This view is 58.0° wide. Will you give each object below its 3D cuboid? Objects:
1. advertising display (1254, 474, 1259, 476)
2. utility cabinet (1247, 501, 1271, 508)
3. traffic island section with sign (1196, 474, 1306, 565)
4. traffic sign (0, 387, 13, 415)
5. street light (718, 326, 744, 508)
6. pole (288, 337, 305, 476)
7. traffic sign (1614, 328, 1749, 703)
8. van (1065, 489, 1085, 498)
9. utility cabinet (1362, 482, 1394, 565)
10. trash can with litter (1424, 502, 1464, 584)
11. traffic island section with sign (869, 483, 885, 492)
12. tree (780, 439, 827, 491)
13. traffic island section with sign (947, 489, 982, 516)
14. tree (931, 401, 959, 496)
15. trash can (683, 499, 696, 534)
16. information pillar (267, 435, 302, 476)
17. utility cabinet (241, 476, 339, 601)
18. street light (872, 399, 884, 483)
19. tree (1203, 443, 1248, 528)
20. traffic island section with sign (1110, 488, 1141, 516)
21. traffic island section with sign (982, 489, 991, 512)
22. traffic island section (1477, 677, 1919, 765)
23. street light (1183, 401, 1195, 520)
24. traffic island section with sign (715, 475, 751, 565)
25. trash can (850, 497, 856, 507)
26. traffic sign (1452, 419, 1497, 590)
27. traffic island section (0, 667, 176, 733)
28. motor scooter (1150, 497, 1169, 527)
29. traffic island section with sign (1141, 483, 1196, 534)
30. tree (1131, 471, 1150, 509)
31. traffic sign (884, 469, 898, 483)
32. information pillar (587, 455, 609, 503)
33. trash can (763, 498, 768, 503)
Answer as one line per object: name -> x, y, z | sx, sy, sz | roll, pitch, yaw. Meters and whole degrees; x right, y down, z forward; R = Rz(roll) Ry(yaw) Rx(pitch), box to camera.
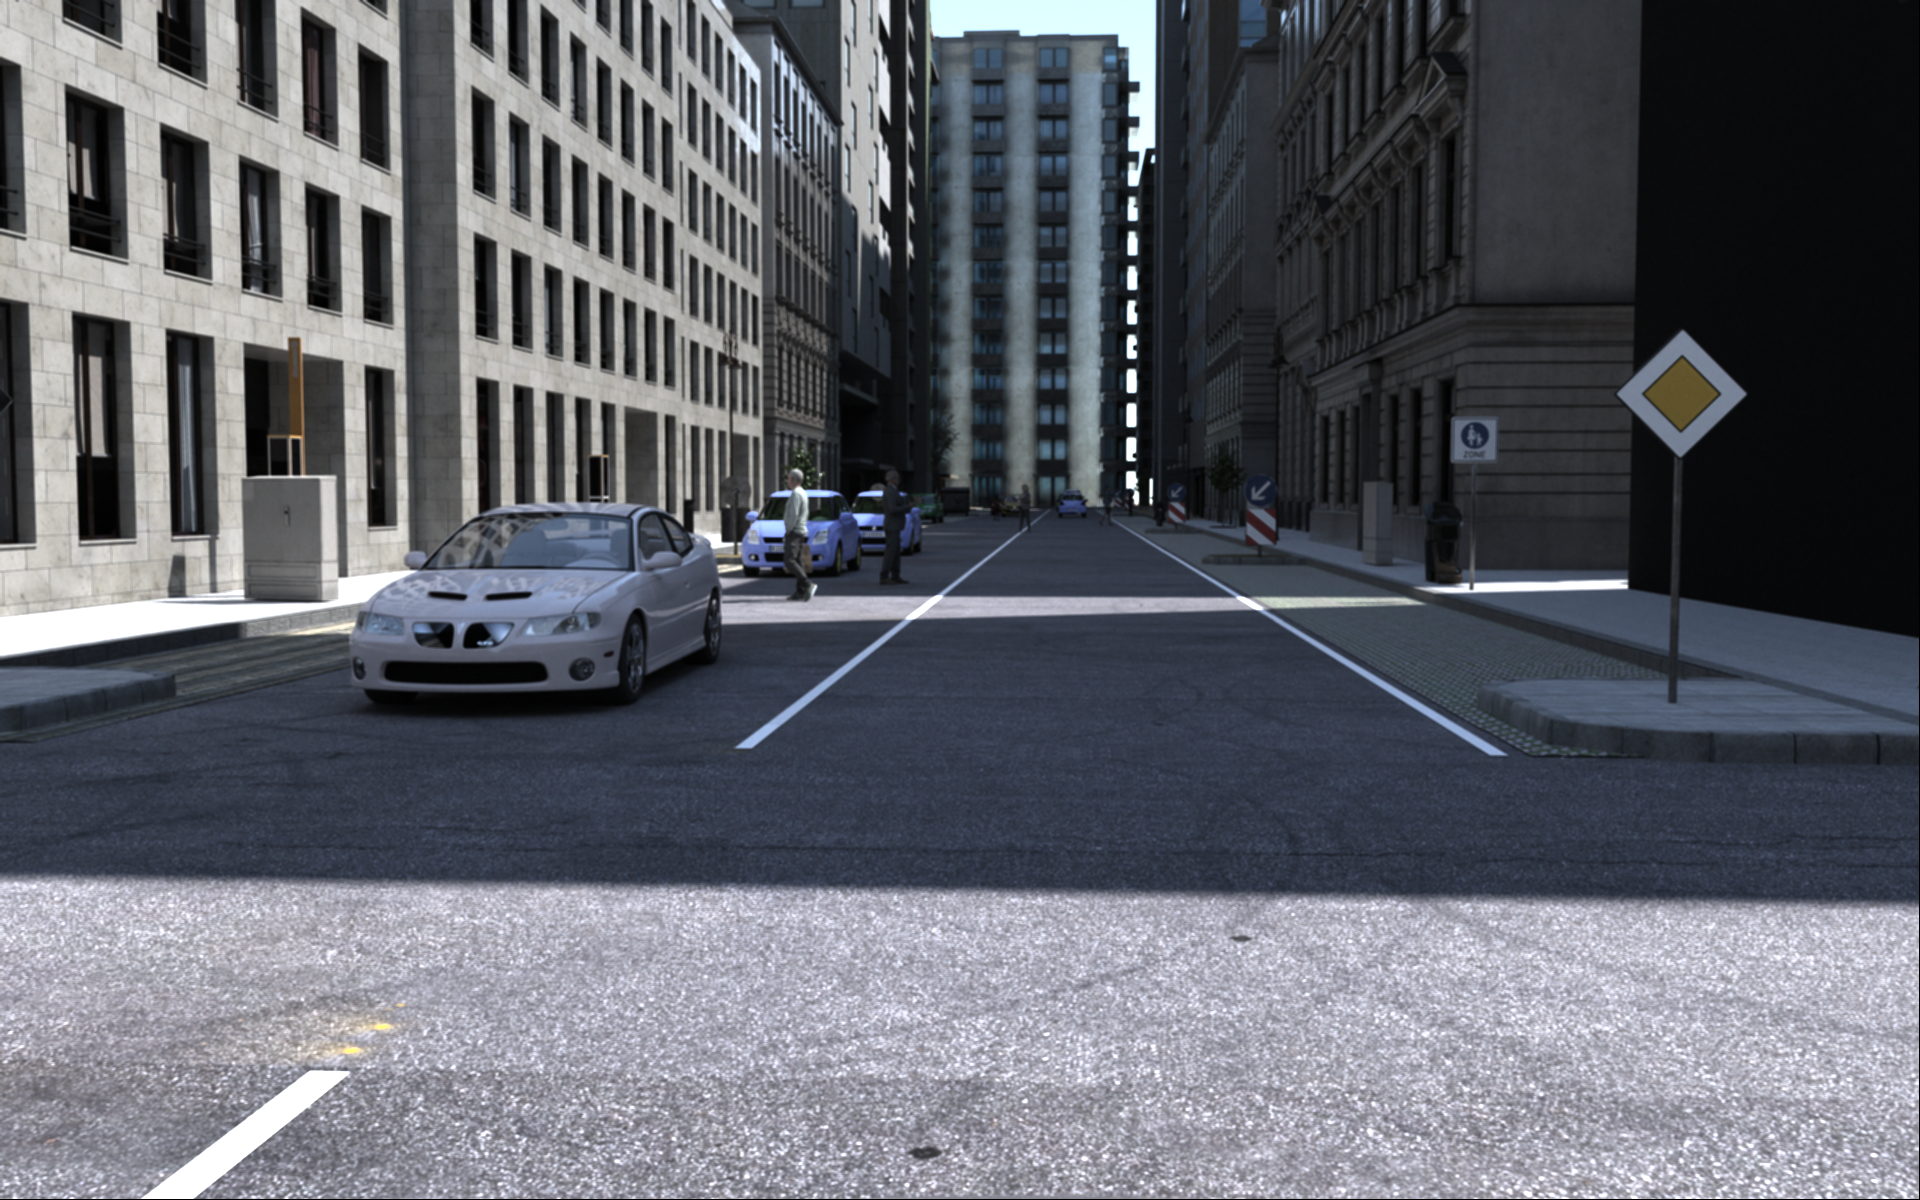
advertising display -> 9.716, -3.143, 56.605 | 0.123, 1.923, 0.974 | 0, 4, 3
utility cabinet -> 8.646, -2.382, 50.114 | 0.306, 1.237, 1.020 | -1, 4, -17
traffic island section with sign -> 5.983, -1.648, 35.570 | 1.989, 1.847, 2.006 | 0, 4, 4
traffic sign -> -6.548, -0.467, 11.286 | 0.795, 2.450, 0.064 | 0, 4, 4
street light -> -6.331, -4.597, 47.948 | 0.468, 5.910, 1.993 | 0, 4, 4
pole -> -8.672, -1.764, 22.681 | 0.158, 3.312, 0.155 | 0, 3, 0
traffic sign -> 4.373, -0.424, 10.573 | 0.795, 2.450, 0.064 | 0, 4, 4
van -> 10.175, -9.087, 155.586 | 2.013, 2.044, 4.112 | 0, 4, 6
utility cabinet -> 7.587, -1.390, 31.409 | 0.318, 1.500, 1.173 | 0, 4, 2
trash can with litter -> 7.086, -0.839, 25.108 | 0.624, 1.170, 1.055 | 0, 4, 3
traffic island section with sign -> -2.949, -3.327, 63.025 | 1.989, 1.847, 2.006 | 0, 4, 4
tree -> -5.527, -4.085, 61.390 | 1.663, 3.219, 1.824 | 0, 3, 0
traffic island section with sign -> 0.222, -6.376, 112.883 | 1.989, 1.847, 2.006 | 0, 4, 4
tree -> -2.066, -11.364, 136.155 | 4.360, 8.622, 3.978 | 0, 3, 0
trash can -> -7.517, -2.156, 46.910 | 0.748, 1.137, 0.748 | 0, 3, 0
information pillar -> -8.515, -1.064, 21.893 | 0.304, 2.012, 0.304 | 0, 4, 7
utility cabinet -> -8.029, -0.738, 20.737 | 1.173, 1.500, 0.318 | 1, 4, 21
street light -> -3.959, -6.814, 84.201 | 0.468, 5.910, 1.993 | 0, 4, 4
tree -> 10.168, -4.364, 65.957 | 1.663, 3.219, 1.824 | 0, 3, 0
traffic island section with sign -> 10.868, -6.340, 112.284 | 1.989, 1.847, 2.006 | 0, 4, 4
traffic island section with sign -> 1.927, -8.022, 139.784 | 1.989, 1.847, 2.006 | 0, 4, 4
traffic island section -> 4.397, 0.711, 10.649 | 2.009, 0.180, 2.903 | 0, 4, 4
street light -> 11.220, -6.866, 85.049 | 0.468, 5.910, 1.993 | 0, 4, 4
traffic island section with sign -> -4.687, -1.667, 35.883 | 1.989, 1.847, 2.006 | 0, 4, 4
trash can -> -5.048, -4.507, 85.339 | 0.748, 1.137, 0.748 | 0, 3, 0
traffic sign -> 6.835, -1.281, 23.068 | 0.606, 2.300, 0.079 | 0, 4, 6
traffic island section -> -6.572, 0.669, 11.349 | 2.009, 0.180, 2.903 | 0, 4, 4
motor scooter -> 8.831, -3.904, 76.608 | 0.815, 1.314, 1.986 | 0, 4, 4
traffic island section with sign -> 7.731, -3.328, 63.048 | 1.989, 1.847, 2.006 | 0, 4, 4
tree -> 15.187, -9.267, 146.124 | 1.663, 3.219, 1.824 | 0, 3, 0
traffic sign -> -3.453, -5.294, 86.663 | 0.768, 2.556, 0.104 | 1, 4, 12
information pillar -> -6.843, -1.732, 32.812 | 0.304, 2.012, 0.304 | 1, 4, 11
trash can -> -6.303, -2.872, 58.611 | 0.748, 1.137, 0.748 | 0, 3, 0
